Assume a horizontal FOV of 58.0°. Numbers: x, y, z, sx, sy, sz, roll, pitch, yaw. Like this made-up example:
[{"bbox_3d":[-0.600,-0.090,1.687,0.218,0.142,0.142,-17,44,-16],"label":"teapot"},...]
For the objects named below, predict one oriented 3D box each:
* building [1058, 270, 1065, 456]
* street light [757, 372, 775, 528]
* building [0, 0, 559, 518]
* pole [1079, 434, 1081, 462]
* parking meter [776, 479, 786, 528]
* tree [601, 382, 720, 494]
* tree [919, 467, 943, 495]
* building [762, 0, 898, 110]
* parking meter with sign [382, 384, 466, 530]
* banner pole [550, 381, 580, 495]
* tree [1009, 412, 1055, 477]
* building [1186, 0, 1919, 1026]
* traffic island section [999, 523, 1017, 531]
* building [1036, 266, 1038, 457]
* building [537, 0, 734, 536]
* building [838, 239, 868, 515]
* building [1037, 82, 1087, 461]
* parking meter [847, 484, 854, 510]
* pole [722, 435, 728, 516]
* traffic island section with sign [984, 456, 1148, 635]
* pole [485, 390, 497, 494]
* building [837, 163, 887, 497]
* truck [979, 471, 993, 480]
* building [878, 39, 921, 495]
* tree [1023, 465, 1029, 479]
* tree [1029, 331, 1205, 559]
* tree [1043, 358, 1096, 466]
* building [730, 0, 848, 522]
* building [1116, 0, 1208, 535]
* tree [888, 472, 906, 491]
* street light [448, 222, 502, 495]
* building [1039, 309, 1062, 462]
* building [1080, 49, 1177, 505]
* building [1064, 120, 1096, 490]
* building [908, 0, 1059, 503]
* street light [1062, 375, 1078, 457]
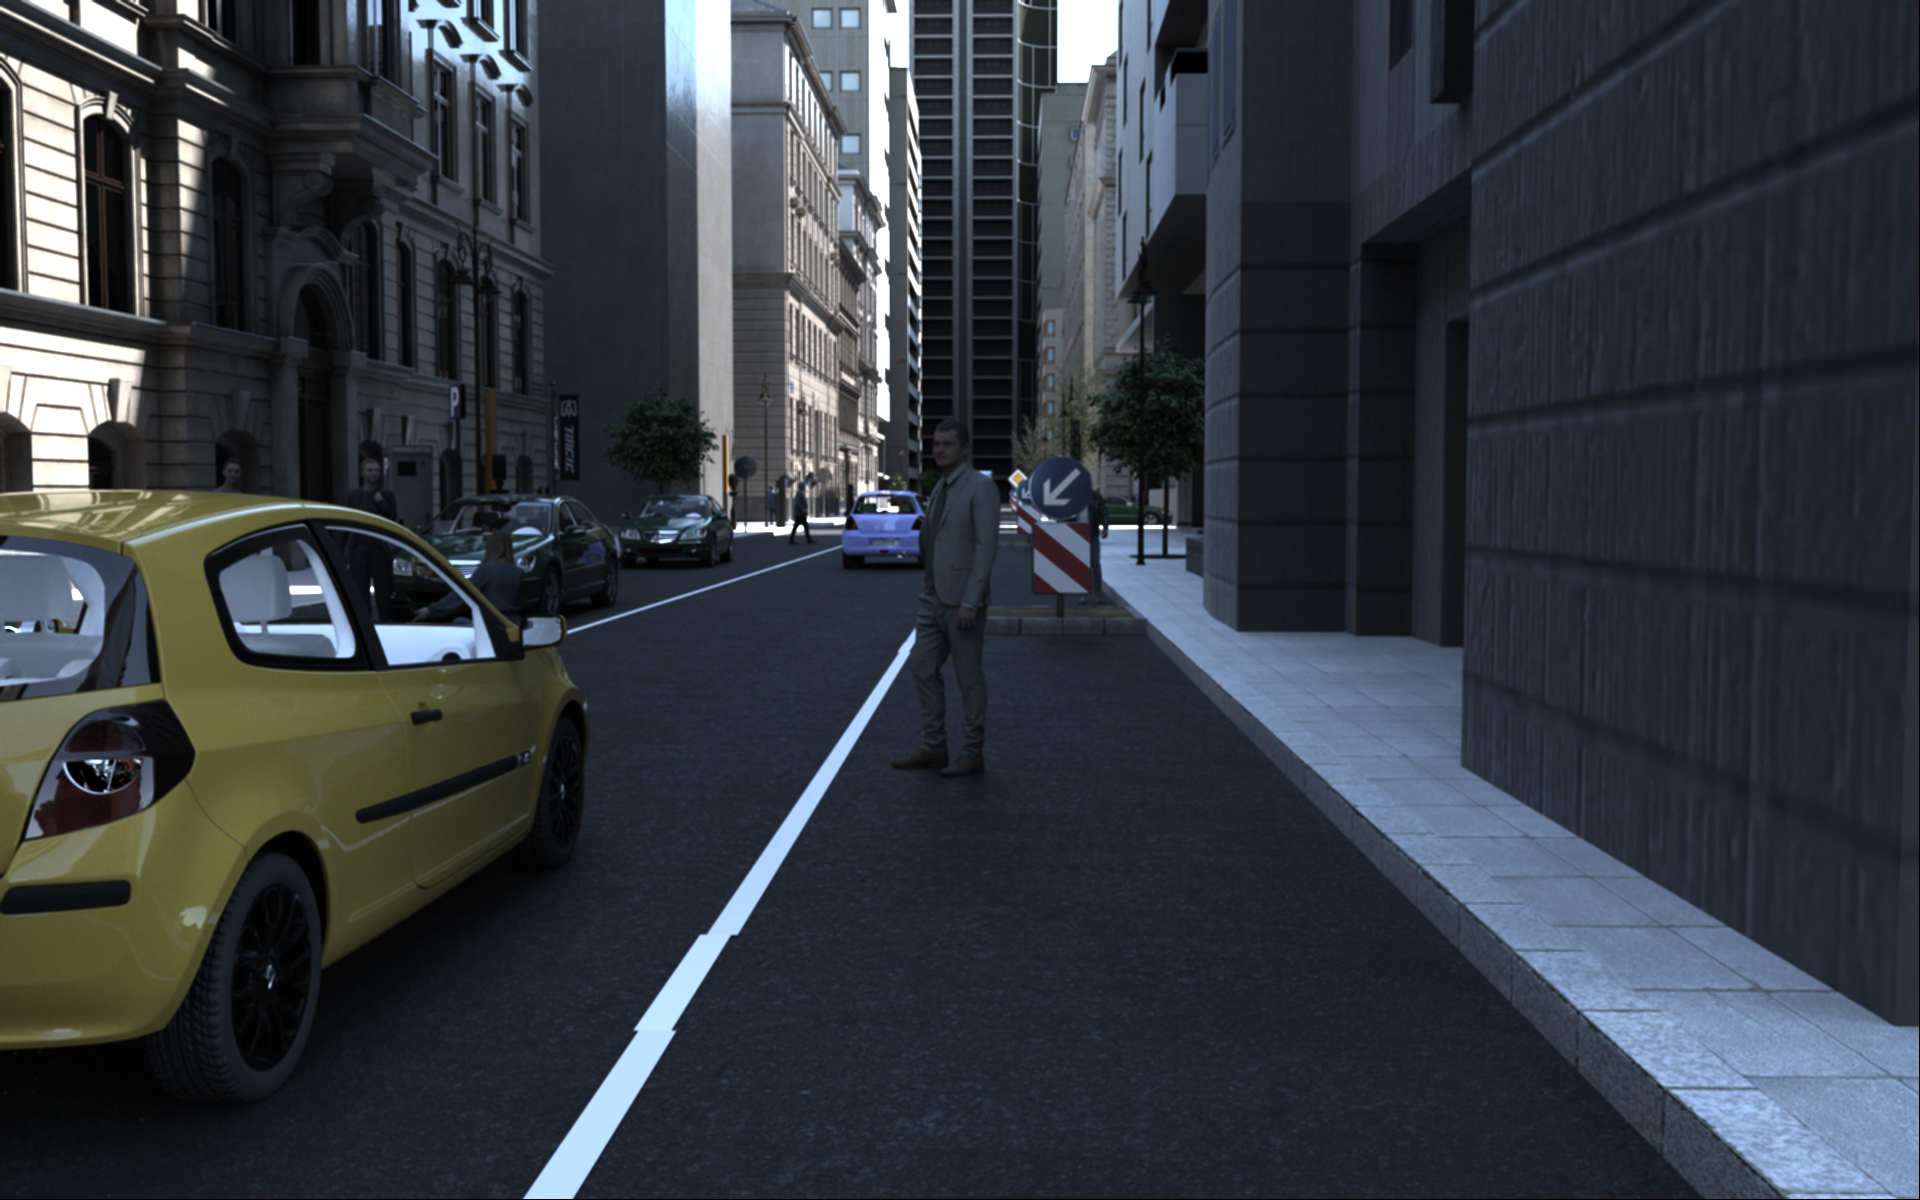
[{"bbox_3d":[13.156,-17.876,141.419,9.793,20.994,18.267,0,4,2],"label":"building"},{"bbox_3d":[-7.338,-5.674,65.551,0.468,5.910,1.993,0,4,2],"label":"street light"},{"bbox_3d":[-16.802,-12.881,29.696,14.460,24.649,34.723,0,4,2],"label":"building"},{"bbox_3d":[3.982,-3.952,58.458,0.158,3.312,0.155,0,3,0],"label":"pole"},{"bbox_3d":[-6.856,-3.700,66.209,0.255,1.863,0.399,-2,4,-33],"label":"parking meter"},{"bbox_3d":[-8.668,-4.079,50.403,4.285,4.588,4.351,0,3,0],"label":"tree"},{"bbox_3d":[-3.455,-13.743,208.415,4.285,4.588,4.351,0,3,0],"label":"tree"},{"bbox_3d":[-20.904,-35.215,165.003,28.713,52.752,27.495,0,4,2],"label":"building"},{"bbox_3d":[-8.687,-1.892,27.194,1.738,3.016,0.543,-2,4,-34],"label":"parking meter with sign"},{"bbox_3d":[-8.802,-2.961,38.430,0.863,3.779,0.401,1,4,15],"label":"banner pole"},{"bbox_3d":[6.494,-12.487,154.523,4.360,8.622,3.978,0,3,0],"label":"tree"},{"bbox_3d":[13.122,-28.995,16.070,21.231,58.520,28.212,0,4,2],"label":"building"},{"bbox_3d":[2.312,-2.819,68.379,2.009,0.180,2.903,0,4,2],"label":"traffic island section"},{"bbox_3d":[16.597,-27.362,219.076,14.160,30.474,14.107,0,4,2],"label":"building"},{"bbox_3d":[-23.651,-14.747,60.186,30.058,24.678,14.314,0,4,2],"label":"building"},{"bbox_3d":[-11.974,-15.127,111.952,10.561,19.102,19.286,0,4,2],"label":"building"},{"bbox_3d":[19.826,-35.285,200.609,21.300,48.544,21.600,0,4,2],"label":"building"},{"bbox_3d":[-6.533,-5.986,103.581,0.255,1.863,0.399,2,4,30],"label":"parking meter"},{"bbox_3d":[-8.097,-4.033,59.781,0.158,3.312,0.155,0,3,0],"label":"pole"},{"bbox_3d":[0.958,-0.612,18.633,1.989,1.847,2.006,0,4,2],"label":"traffic island section with sign"},{"bbox_3d":[-9.243,-2.467,34.173,0.158,3.312,0.155,0,3,0],"label":"pole"},{"bbox_3d":[-13.282,-21.144,133.087,14.401,28.519,23.554,0,4,2],"label":"building"},{"bbox_3d":[2.573,-12.476,193.748,2.967,4.110,18.799,0,4,1],"label":"truck"},{"bbox_3d":[-15.720,-34.605,189.500,21.300,48.544,21.600,0,4,2],"label":"building"},{"bbox_3d":[7.099,-10.774,159.873,4.285,4.588,4.351,0,3,0],"label":"tree"},{"bbox_3d":[4.193,-3.130,34.896,4.285,4.588,4.351,0,3,0],"label":"tree"},{"bbox_3d":[6.384,-8.827,94.684,4.737,8.622,4.395,0,3,0],"label":"tree"},{"bbox_3d":[-13.080,-17.878,89.569,12.463,27.353,25.104,0,4,2],"label":"building"},{"bbox_3d":[18.979,-28.296,51.886,28.713,52.752,27.495,0,4,2],"label":"building"},{"bbox_3d":[-5.591,-9.642,152.250,1.663,3.219,1.824,0,3,0],"label":"tree"},{"bbox_3d":[-8.296,-3.486,29.782,0.468,5.910,1.993,0,4,2],"label":"street light"},{"bbox_3d":[22.114,-20.251,176.144,27.650,21.520,28.899,0,4,2],"label":"building"},{"bbox_3d":[15.851,-15.460,81.650,19.941,23.489,11.050,0,4,2],"label":"building"},{"bbox_3d":[17.132,-18.988,114.975,19.350,26.468,34.151,0,4,2],"label":"building"},{"bbox_3d":[3.479,-49.293,244.186,20.611,71.187,20.563,0,4,2],"label":"building"},{"bbox_3d":[4.342,-5.798,67.592,0.468,5.910,1.993,0,4,2],"label":"street light"}]
